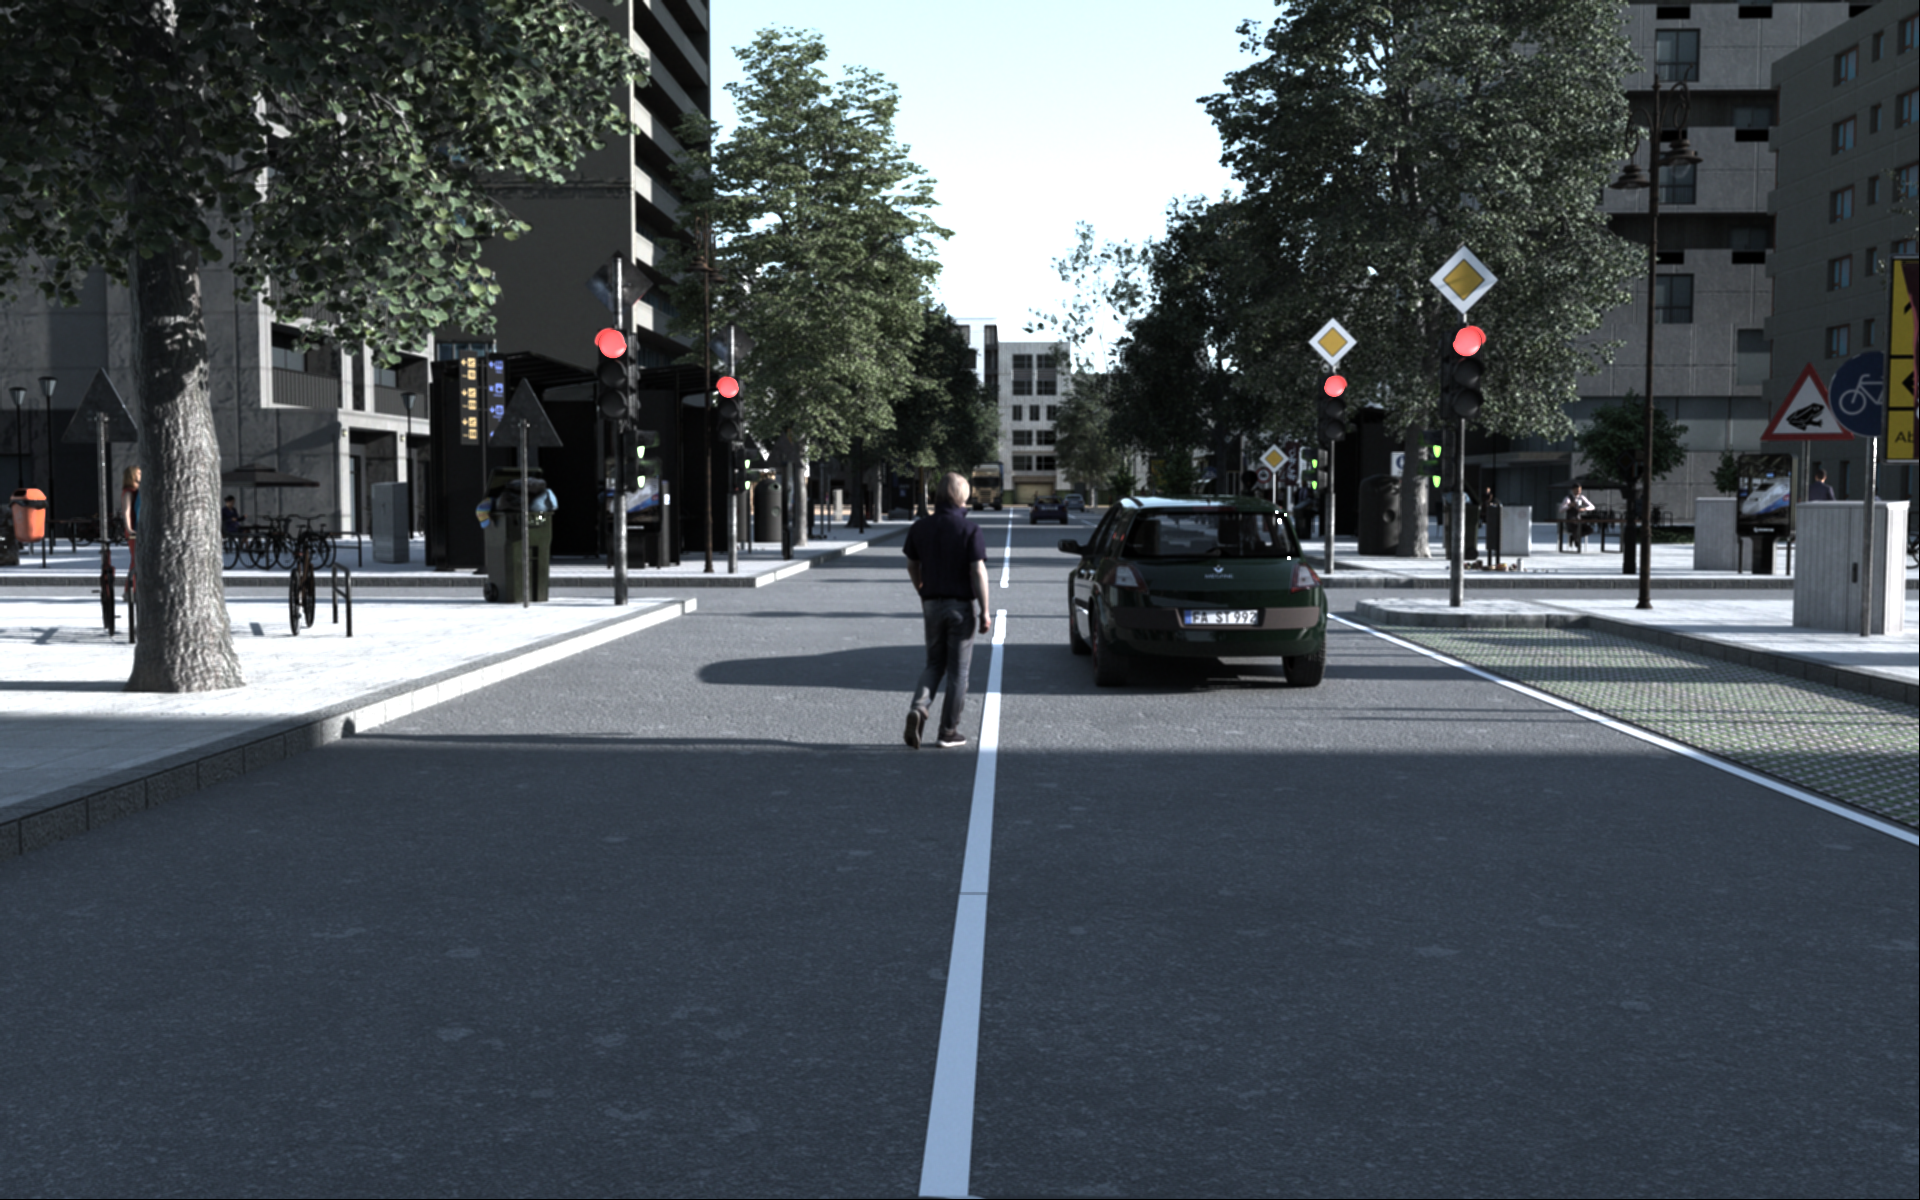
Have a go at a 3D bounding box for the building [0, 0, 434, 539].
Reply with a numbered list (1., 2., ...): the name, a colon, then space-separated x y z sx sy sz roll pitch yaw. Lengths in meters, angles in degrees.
1. building: -27.534 -37.892 57.785 20.563 71.187 20.611 0 4 2

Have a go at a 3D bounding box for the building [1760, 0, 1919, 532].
1. building: 46.552 -12.884 55.699 28.899 21.520 27.650 0 4 2

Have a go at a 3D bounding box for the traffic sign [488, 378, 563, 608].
1. traffic sign: -4.889 -1.189 19.448 0.884 2.594 0.081 1 4 10

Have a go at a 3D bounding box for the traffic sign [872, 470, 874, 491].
1. traffic sign: -4.559 -5.511 90.205 0.768 2.556 0.104 0 4 4

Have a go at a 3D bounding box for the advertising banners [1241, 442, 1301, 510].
1. advertising banners: 10.405 -3.795 58.244 2.074 3.025 0.090 1 4 19

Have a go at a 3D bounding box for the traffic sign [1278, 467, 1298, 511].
1. traffic sign: 13.700 -4.441 72.614 0.884 2.594 0.081 0 4 8

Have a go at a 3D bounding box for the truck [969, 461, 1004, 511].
1. truck: 2.434 -9.927 151.224 2.839 4.237 11.283 0 4 3

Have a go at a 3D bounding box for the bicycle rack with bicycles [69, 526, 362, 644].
1. bicycle rack with bicycles: -6.707 -0.147 15.794 2.852 0.926 2.925 -1 4 -22

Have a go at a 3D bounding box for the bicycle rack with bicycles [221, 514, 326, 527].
1. bicycle rack with bicycles: -11.724 -1.018 30.032 2.925 0.926 2.852 3 4 38

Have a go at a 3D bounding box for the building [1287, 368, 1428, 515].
1. building: 29.183 -10.818 119.028 9.099 9.664 28.070 0 4 2

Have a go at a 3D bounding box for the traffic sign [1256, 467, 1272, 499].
1. traffic sign: 14.316 -4.993 81.738 0.768 2.556 0.104 1 4 9

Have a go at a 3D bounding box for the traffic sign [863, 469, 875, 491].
1. traffic sign: -4.720 -5.464 89.334 0.884 2.594 0.081 0 4 6

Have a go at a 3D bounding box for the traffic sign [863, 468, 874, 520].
1. traffic sign: -4.408 -5.199 85.002 0.884 2.594 0.081 0 4 6

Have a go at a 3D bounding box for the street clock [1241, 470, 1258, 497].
1. street clock: 8.770 -2.934 52.544 0.471 2.002 0.358 0 4 -3

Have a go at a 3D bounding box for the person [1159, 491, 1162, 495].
1. person: 17.670 -8.977 153.350 0.750 1.759 0.617 -3 4 -38

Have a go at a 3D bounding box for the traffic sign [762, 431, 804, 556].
1. traffic sign: -3.650 -2.185 35.731 0.884 2.594 0.081 0 4 5

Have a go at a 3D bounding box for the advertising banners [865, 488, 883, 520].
1. advertising banners: -4.552 -5.491 85.971 2.074 3.025 0.090 3 4 36

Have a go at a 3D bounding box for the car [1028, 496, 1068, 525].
1. car: 4.229 -4.293 82.767 1.945 1.354 3.894 0 4 1

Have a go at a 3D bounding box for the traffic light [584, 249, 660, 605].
1. traffic light: -3.906 -1.897 19.935 0.839 4.253 0.868 0 4 2

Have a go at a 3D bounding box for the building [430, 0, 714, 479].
1. building: -24.997 -28.365 87.463 21.300 48.544 21.600 0 4 2

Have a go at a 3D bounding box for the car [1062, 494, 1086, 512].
1. car: 9.148 -7.810 139.702 2.014 1.417 4.499 0 4 3

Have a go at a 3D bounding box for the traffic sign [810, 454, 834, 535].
1. traffic sign: -4.292 -3.285 53.811 0.768 2.556 0.104 0 4 8

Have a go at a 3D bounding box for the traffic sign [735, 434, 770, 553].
1. traffic sign: -4.553 -2.291 37.462 0.884 2.594 0.081 0 4 4

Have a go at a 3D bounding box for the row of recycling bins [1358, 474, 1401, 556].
1. row of recycling bins: 9.202 -1.868 37.655 1.069 1.692 3.534 1 4 18

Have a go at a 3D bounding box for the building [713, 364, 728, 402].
1. building: -19.810 -10.765 118.152 9.099 9.664 28.070 0 4 2

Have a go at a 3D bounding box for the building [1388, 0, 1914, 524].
1. building: 38.090 -30.464 87.325 28.713 52.752 27.495 0 4 2

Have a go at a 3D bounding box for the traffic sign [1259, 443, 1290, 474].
1. traffic sign: 8.174 -2.768 44.997 0.795 2.593 0.064 1 4 10

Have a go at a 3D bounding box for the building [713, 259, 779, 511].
1. building: -22.796 -17.199 137.622 16.016 20.091 11.380 0 4 2

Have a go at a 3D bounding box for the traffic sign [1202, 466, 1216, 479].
1. traffic sign: 11.533 -4.886 79.988 0.768 2.556 0.104 0 4 6

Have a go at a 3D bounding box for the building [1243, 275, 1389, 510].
1. building: 34.691 -17.253 148.543 16.747 18.905 31.486 0 4 2

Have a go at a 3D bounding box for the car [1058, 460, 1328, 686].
1. car: 1.845 -0.276 14.295 2.009 1.686 4.222 0 3 0

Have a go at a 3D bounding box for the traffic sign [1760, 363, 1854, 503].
1. traffic sign: 8.409 -1.055 17.252 0.884 2.594 0.081 0 4 7

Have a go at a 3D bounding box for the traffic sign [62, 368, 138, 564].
1. traffic sign: -8.835 -1.092 17.852 0.884 2.594 0.081 0 4 5

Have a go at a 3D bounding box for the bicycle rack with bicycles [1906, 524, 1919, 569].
1. bicycle rack with bicycles: 17.044 -1.000 29.734 2.852 0.926 2.925 -2 4 -33

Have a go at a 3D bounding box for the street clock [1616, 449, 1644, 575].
1. street clock: 10.714 -1.412 27.663 0.471 2.002 0.358 2 4 25

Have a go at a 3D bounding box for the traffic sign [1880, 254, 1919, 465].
1. traffic sign: 8.979 -1.276 14.733 2.265 3.308 0.079 0 4 2

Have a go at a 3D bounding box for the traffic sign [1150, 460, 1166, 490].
1. traffic sign: 12.182 -6.519 100.461 2.265 3.308 0.079 1 4 9

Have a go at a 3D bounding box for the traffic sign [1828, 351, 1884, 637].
1. traffic sign: 8.161 -0.944 15.540 0.768 2.556 0.104 1 4 11

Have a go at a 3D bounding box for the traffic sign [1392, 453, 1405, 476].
1. traffic sign: 10.856 -2.466 42.455 0.606 2.300 0.079 0 4 5

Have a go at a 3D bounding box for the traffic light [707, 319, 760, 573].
1. traffic light: -3.661 -2.385 27.916 0.839 4.253 0.868 0 4 2

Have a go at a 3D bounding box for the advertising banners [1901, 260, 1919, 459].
1. advertising banners: 8.074 -1.024 12.923 2.074 3.025 0.090 0 4 8

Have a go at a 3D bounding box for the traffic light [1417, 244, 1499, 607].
1. traffic light: 5.651 -1.880 19.659 0.839 4.253 0.868 0 4 2

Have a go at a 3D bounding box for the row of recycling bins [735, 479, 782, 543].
1. row of recycling bins: -6.419 -2.368 45.823 3.534 1.692 1.069 -1 4 -12

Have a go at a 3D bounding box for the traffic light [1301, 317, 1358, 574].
1. traffic light: 5.896 -2.368 27.640 0.839 4.253 0.868 0 4 2

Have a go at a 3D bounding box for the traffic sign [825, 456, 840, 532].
1. traffic sign: -4.421 -3.569 58.456 0.768 2.556 0.104 0 4 3

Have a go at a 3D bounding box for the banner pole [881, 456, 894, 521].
1. banner pole: -3.534 -5.705 83.297 0.863 3.779 0.401 3 5 40

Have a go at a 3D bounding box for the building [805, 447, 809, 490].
1. building: -19.967 -18.461 158.252 11.380 20.091 16.016 0 4 2
